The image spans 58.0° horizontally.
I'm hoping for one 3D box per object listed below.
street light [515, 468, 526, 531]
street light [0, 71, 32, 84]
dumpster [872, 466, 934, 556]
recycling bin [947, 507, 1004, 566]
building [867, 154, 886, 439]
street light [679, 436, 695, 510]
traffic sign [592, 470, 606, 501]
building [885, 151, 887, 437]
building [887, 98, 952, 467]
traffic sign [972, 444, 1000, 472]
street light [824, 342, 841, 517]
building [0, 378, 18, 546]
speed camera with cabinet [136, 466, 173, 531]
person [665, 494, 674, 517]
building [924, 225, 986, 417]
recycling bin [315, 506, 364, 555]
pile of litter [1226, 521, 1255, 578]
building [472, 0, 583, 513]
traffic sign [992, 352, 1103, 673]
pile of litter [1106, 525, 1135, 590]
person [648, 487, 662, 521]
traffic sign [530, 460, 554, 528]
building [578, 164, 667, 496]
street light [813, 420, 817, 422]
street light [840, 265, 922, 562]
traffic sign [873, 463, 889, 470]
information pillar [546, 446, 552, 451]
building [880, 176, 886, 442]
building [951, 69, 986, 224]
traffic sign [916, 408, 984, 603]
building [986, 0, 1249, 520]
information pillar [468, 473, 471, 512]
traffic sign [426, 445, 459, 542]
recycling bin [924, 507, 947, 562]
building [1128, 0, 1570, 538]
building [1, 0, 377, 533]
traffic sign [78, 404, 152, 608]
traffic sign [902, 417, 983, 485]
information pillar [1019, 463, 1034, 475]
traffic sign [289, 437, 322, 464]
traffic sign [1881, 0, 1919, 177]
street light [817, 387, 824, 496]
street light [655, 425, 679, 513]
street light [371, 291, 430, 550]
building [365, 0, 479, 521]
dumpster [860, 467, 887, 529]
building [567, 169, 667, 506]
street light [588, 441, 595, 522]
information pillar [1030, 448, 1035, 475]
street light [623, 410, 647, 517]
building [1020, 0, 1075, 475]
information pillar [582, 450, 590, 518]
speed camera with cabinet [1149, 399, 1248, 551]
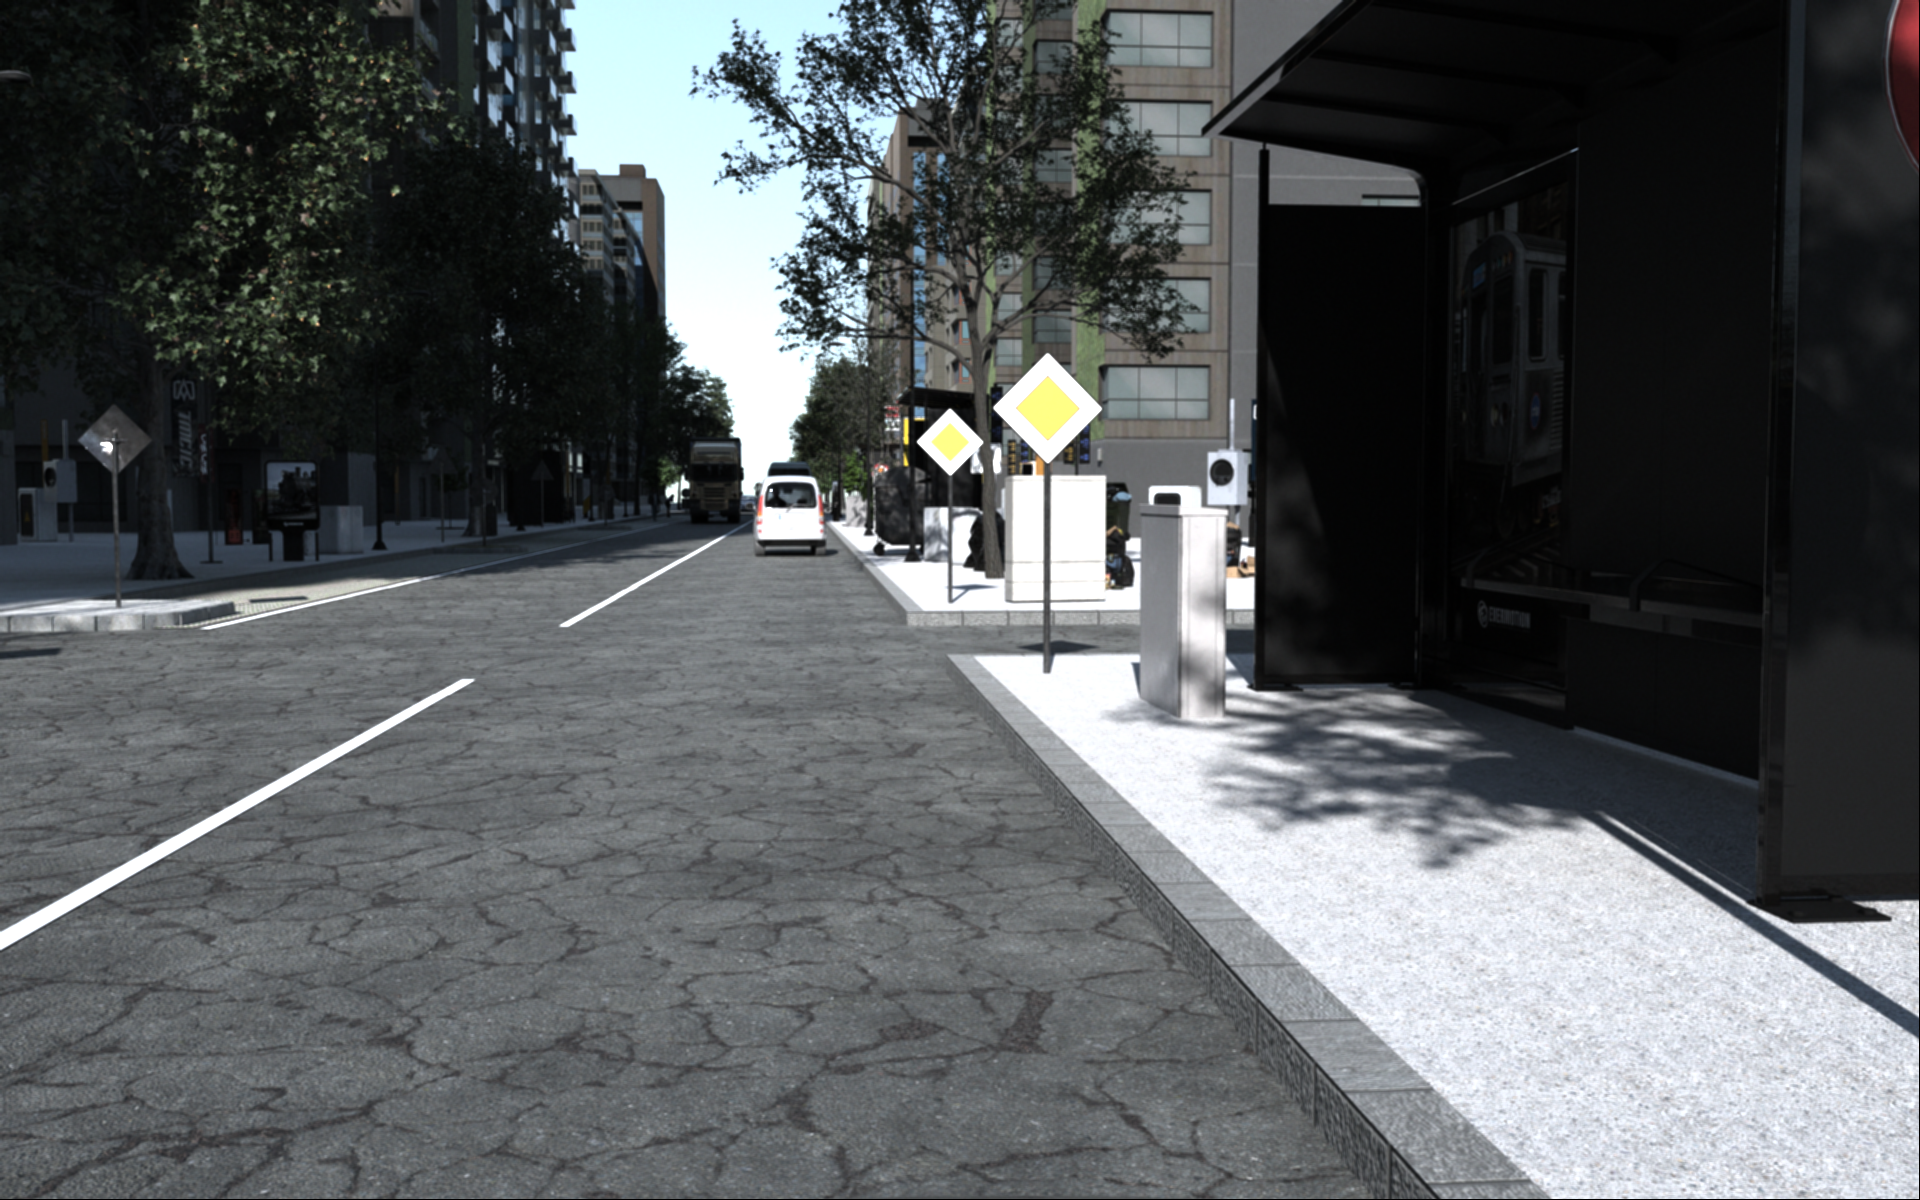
[{"bbox_3d":[-14.772,-5.365,60.258,1.470,5.913,1.316,0,4,-5],"label":"street light"},{"bbox_3d":[-10.894,-2.850,19.134,1.470,5.913,1.316,0,4,-5],"label":"street light"},{"bbox_3d":[-1.194,-1.871,36.349,1.264,1.857,1.865,0,4,-5],"label":"dumpster"},{"bbox_3d":[0.308,-1.145,31.280,0.722,1.027,0.722,3,4,36],"label":"recycling bin"},{"bbox_3d":[-1.960,-37.922,243.721,21.300,48.544,21.600,0,4,-5],"label":"building"},{"bbox_3d":[-21.812,-10.115,137.916,1.470,5.913,1.316,0,4,-5],"label":"street light"},{"bbox_3d":[-19.404,-5.681,92.885,0.884,2.594,0.081,0,4,2],"label":"traffic sign"},{"bbox_3d":[-1.849,-34.315,211.154,14.600,45.320,14.200,0,4,-5],"label":"building"},{"bbox_3d":[-0.342,-33.453,197.059,14.600,45.320,14.200,0,4,-5],"label":"building"},{"bbox_3d":[0.526,-2.011,35.007,0.606,2.300,0.079,0,4,1],"label":"traffic sign"},{"bbox_3d":[-3.345,-4.926,53.085,1.470,5.913,1.316,0,4,-5],"label":"street light"},{"bbox_3d":[-30.274,-21.508,35.245,14.154,41.232,14.086,0,4,-5],"label":"building"},{"bbox_3d":[-25.665,-3.718,55.127,0.660,3.252,2.038,-1,4,-11],"label":"speed camera with cabinet"},{"bbox_3d":[-17.762,-5.767,106.021,0.421,1.427,0.697,2,4,34],"label":"person"},{"bbox_3d":[12.214,-17.232,126.780,27.650,21.520,28.899,0,4,-5],"label":"building"},{"bbox_3d":[-13.327,-1.506,37.177,0.722,1.027,0.722,2,4,27],"label":"recycling bin"},{"bbox_3d":[4.299,-0.790,26.890,1.719,0.858,1.176,0,4,1],"label":"pile of litter"},{"bbox_3d":[-42.495,-31.656,137.179,23.786,49.044,30.456,0,4,-5],"label":"building"},{"bbox_3d":[0.618,-0.532,12.338,0.795,2.450,0.064,0,4,-5],"label":"traffic sign"},{"bbox_3d":[1.809,-0.595,23.690,1.176,0.858,1.719,2,4,33],"label":"pile of litter"},{"bbox_3d":[-16.123,-5.045,91.335,0.721,1.781,0.623,3,4,36],"label":"person"},{"bbox_3d":[-15.853,-4.018,65.694,0.884,2.594,0.081,0,4,1],"label":"traffic sign"},{"bbox_3d":[-47.951,-35.983,238.427,14.600,45.320,14.200,0,4,-5],"label":"building"},{"bbox_3d":[-7.152,-7.494,95.071,1.470,5.913,1.316,0,4,-5],"label":"street light"},{"bbox_3d":[-1.438,-3.671,32.562,1.470,5.913,1.316,0,4,-5],"label":"street light"},{"bbox_3d":[-3.243,-4.352,71.264,0.768,2.556,0.104,0,4,4],"label":"traffic sign"},{"bbox_3d":[-19.770,-5.613,83.122,0.504,3.616,0.183,-1,4,-17],"label":"information pillar"},{"bbox_3d":[-3.445,-33.159,225.748,14.154,41.232,14.086,0,4,-5],"label":"building"},{"bbox_3d":[11.984,-28.195,152.873,32.217,40.220,23.993,0,4,-5],"label":"building"},{"bbox_3d":[-0.118,-1.018,20.289,0.795,2.450,0.064,0,4,-5],"label":"traffic sign"},{"bbox_3d":[8.362,-25.715,104.038,14.154,41.232,14.086,0,4,-5],"label":"building"},{"bbox_3d":[-16.613,-3.352,59.296,0.304,2.012,0.304,1,4,14],"label":"information pillar"},{"bbox_3d":[-13.733,-2.808,45.920,0.884,2.594,0.081,0,4,4],"label":"traffic sign"},{"bbox_3d":[-0.218,-1.246,32.919,0.722,1.027,0.722,-2,4,-31],"label":"recycling bin"},{"bbox_3d":[10.536,-22.808,56.501,14.154,41.232,14.086,0,4,-5],"label":"building"},{"bbox_3d":[-30.092,-17.781,62.413,14.160,30.474,14.107,0,4,-5],"label":"building"},{"bbox_3d":[-9.474,-0.967,19.447,0.795,2.450,0.064,0,4,-5],"label":"traffic sign"},{"bbox_3d":[-0.390,-3.170,45.696,2.265,3.308,0.079,0,4,3],"label":"traffic sign"},{"bbox_3d":[1.558,-2.205,40.538,0.304,2.012,0.304,0,4,-5],"label":"information pillar"},{"bbox_3d":[-14.662,-2.366,38.786,0.768,2.556,0.104,0,4,2],"label":"traffic sign"},{"bbox_3d":[2.269,-0.215,3.627,0.768,2.556,0.104,0,4,1],"label":"traffic sign"},{"bbox_3d":[-5.299,-6.239,74.543,1.470,5.913,1.316,0,4,-5],"label":"street light"},{"bbox_3d":[-19.960,-8.828,116.871,1.470,5.913,1.316,0,4,-5],"label":"street light"},{"bbox_3d":[-12.797,-4.105,39.656,1.470,5.913,1.316,0,4,-5],"label":"street light"},{"bbox_3d":[-31.852,-24.494,84.072,14.154,41.232,14.086,0,4,-5],"label":"building"},{"bbox_3d":[-2.890,-3.750,63.813,1.502,2.255,1.985,0,4,-5],"label":"dumpster"},{"bbox_3d":[-53.975,-32.233,218.885,32.217,40.220,23.993,0,4,-5],"label":"building"},{"bbox_3d":[-16.708,-6.630,80.940,1.470,5.913,1.316,0,4,-5],"label":"street light"},{"bbox_3d":[2.025,-3.202,43.708,0.504,3.616,0.183,-1,4,-19],"label":"information pillar"},{"bbox_3d":[-18.039,-7.558,96.112,1.470,5.913,1.316,0,4,-5],"label":"street light"},{"bbox_3d":[9.921,-19.435,89.471,14.160,30.474,14.107,0,4,-5],"label":"building"},{"bbox_3d":[-19.896,-6.177,92.352,0.504,3.616,0.183,-2,4,-35],"label":"information pillar"},{"bbox_3d":[4.987,-2.570,36.351,2.038,3.252,0.660,2,4,34],"label":"speed camera with cabinet"}]
